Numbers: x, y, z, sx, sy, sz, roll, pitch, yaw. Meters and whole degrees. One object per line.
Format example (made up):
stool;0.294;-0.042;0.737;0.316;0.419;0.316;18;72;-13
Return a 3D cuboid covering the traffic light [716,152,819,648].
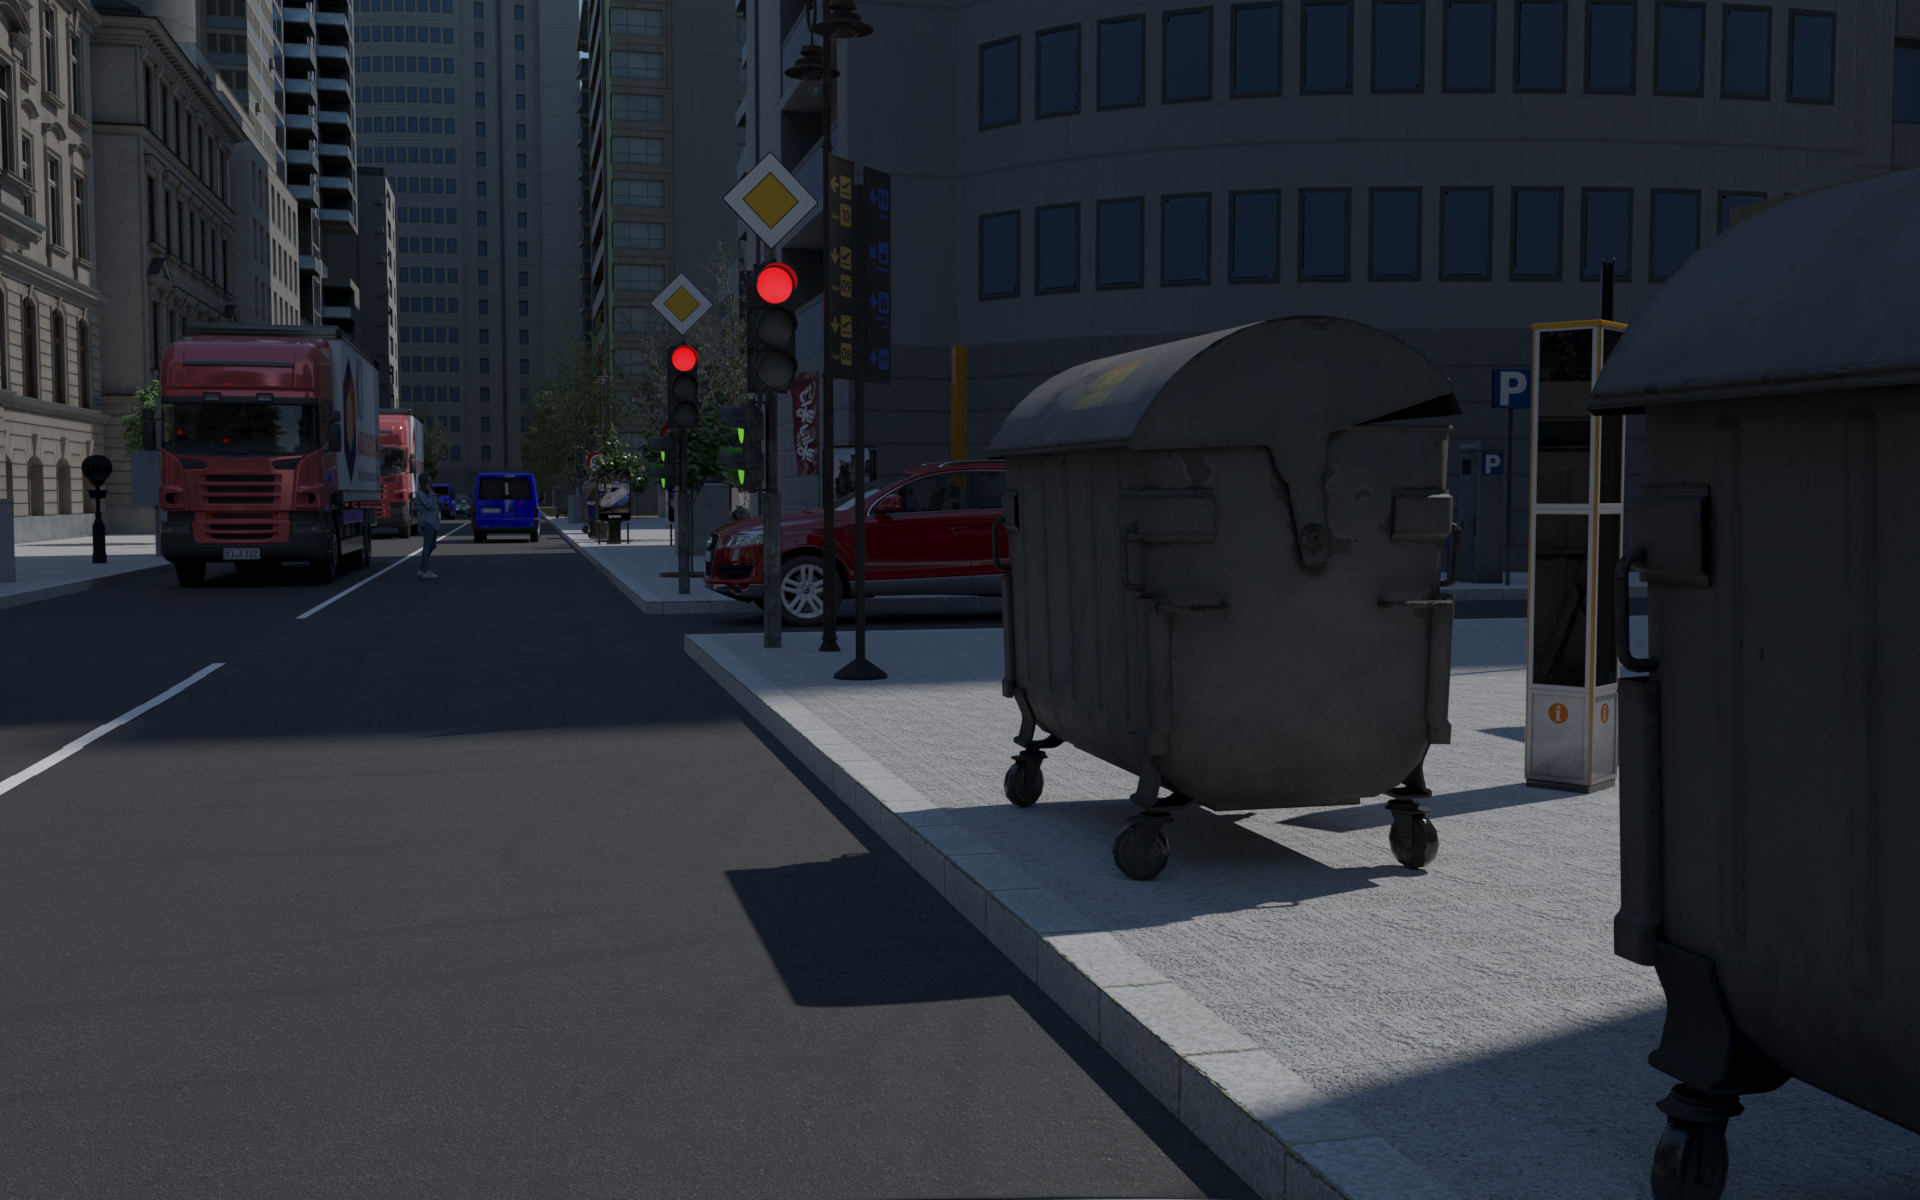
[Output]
traffic light;-1.587;-1.558;14.390;0.839;4.253;0.868;-1;4;-14

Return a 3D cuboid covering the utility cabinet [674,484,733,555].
utility cabinet;-5.387;-1.685;36.230;1.173;1.500;0.318;-3;5;-41

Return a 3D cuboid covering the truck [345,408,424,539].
truck;-19.759;-4.278;58.862;2.839;4.237;11.283;-1;4;-15

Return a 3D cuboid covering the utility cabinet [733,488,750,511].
utility cabinet;-7.960;-3.360;63.619;0.318;1.500;1.173;1;4;21

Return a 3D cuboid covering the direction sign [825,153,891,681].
direction sign;-0.694;-1.222;11.984;0.379;3.537;0.876;2;4;26

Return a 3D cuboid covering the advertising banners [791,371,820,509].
advertising banners;-1.569;-1.731;24.489;2.074;3.025;0.090;2;4;30

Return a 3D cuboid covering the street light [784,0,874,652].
street light;-1.067;-2.520;13.984;0.468;5.910;1.993;-1;4;-14

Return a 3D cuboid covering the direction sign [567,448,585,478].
direction sign;-18.899;-5.711;85.378;0.876;3.537;0.379;0;4;6

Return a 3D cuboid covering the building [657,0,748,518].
building;-2.285;-47.068;82.233;22.319;86.520;31.000;-1;4;-14

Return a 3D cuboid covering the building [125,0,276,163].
building;-53.286;-24.954;99.871;32.217;40.220;23.993;-1;4;-14

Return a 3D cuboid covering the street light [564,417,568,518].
street light;-21.542;-7.449;94.580;0.468;5.910;1.993;-1;4;-14

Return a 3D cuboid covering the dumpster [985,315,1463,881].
dumpster;0.928;-0.045;6.498;1.264;1.857;1.865;-1;4;-14

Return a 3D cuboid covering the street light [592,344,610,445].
street light;-11.043;-4.927;53.337;0.468;5.910;1.993;-1;4;-14

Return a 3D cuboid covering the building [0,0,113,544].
building;-27.590;-13.270;36.048;14.460;24.649;34.723;-1;4;-14

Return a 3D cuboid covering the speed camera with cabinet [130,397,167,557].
speed camera with cabinet;-16.587;-2.557;36.145;0.660;3.252;2.038;0;4;-2

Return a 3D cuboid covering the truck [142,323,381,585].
truck;-12.051;-2.565;30.854;2.839;4.237;11.283;-1;4;-14

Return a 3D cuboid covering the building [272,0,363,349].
building;-55.286;-49.791;126.746;22.319;86.520;31.000;-1;4;-14

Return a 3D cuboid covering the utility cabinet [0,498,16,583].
utility cabinet;-14.070;-0.831;24.754;0.306;1.237;1.020;2;4;25

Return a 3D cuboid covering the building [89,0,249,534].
building;-32.749;-12.126;62.894;10.561;19.102;19.286;-1;4;-14

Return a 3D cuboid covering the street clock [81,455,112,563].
street clock;-15.959;-1.682;32.069;0.358;2.002;0.471;3;5;41

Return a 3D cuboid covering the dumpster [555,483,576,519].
dumpster;-20.803;-5.254;91.658;1.264;1.857;1.865;-1;4;-14

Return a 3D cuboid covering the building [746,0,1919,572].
building;10.464;-30.288;37.206;28.212;58.520;21.231;-1;4;-14

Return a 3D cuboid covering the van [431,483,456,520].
van;-29.801;-5.759;98.550;2.240;2.365;5.245;-1;4;-14

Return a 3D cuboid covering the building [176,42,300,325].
building;-37.449;-13.845;81.115;10.420;20.320;16.860;-1;4;-14

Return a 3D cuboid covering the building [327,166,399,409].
building;-57.522;-23.382;153.989;14.107;30.474;14.160;-1;4;-14

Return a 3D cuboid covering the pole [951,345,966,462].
pole;-0.017;-1.834;23.822;0.158;3.312;0.155;0;3;0

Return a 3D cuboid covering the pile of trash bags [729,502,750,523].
pile of trash bags;-7.274;-2.764;54.943;1.912;1.369;3.447;2;4;33

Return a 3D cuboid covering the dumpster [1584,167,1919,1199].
dumpster;1.949;0.203;2.448;1.264;1.857;1.865;-1;4;-14

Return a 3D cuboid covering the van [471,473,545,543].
van;-13.807;-2.963;52.826;2.240;2.365;5.245;-1;4;-13

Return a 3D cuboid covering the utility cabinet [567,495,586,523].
utility cabinet;-16.869;-3.981;76.243;0.306;1.237;1.020;1;4;19

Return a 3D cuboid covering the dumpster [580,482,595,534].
dumpster;-11.723;-3.105;56.532;1.264;1.857;1.865;-1;4;-14

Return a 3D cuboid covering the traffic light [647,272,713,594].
traffic light;-3.559;-2.031;22.128;0.839;4.253;0.868;-1;4;-14
